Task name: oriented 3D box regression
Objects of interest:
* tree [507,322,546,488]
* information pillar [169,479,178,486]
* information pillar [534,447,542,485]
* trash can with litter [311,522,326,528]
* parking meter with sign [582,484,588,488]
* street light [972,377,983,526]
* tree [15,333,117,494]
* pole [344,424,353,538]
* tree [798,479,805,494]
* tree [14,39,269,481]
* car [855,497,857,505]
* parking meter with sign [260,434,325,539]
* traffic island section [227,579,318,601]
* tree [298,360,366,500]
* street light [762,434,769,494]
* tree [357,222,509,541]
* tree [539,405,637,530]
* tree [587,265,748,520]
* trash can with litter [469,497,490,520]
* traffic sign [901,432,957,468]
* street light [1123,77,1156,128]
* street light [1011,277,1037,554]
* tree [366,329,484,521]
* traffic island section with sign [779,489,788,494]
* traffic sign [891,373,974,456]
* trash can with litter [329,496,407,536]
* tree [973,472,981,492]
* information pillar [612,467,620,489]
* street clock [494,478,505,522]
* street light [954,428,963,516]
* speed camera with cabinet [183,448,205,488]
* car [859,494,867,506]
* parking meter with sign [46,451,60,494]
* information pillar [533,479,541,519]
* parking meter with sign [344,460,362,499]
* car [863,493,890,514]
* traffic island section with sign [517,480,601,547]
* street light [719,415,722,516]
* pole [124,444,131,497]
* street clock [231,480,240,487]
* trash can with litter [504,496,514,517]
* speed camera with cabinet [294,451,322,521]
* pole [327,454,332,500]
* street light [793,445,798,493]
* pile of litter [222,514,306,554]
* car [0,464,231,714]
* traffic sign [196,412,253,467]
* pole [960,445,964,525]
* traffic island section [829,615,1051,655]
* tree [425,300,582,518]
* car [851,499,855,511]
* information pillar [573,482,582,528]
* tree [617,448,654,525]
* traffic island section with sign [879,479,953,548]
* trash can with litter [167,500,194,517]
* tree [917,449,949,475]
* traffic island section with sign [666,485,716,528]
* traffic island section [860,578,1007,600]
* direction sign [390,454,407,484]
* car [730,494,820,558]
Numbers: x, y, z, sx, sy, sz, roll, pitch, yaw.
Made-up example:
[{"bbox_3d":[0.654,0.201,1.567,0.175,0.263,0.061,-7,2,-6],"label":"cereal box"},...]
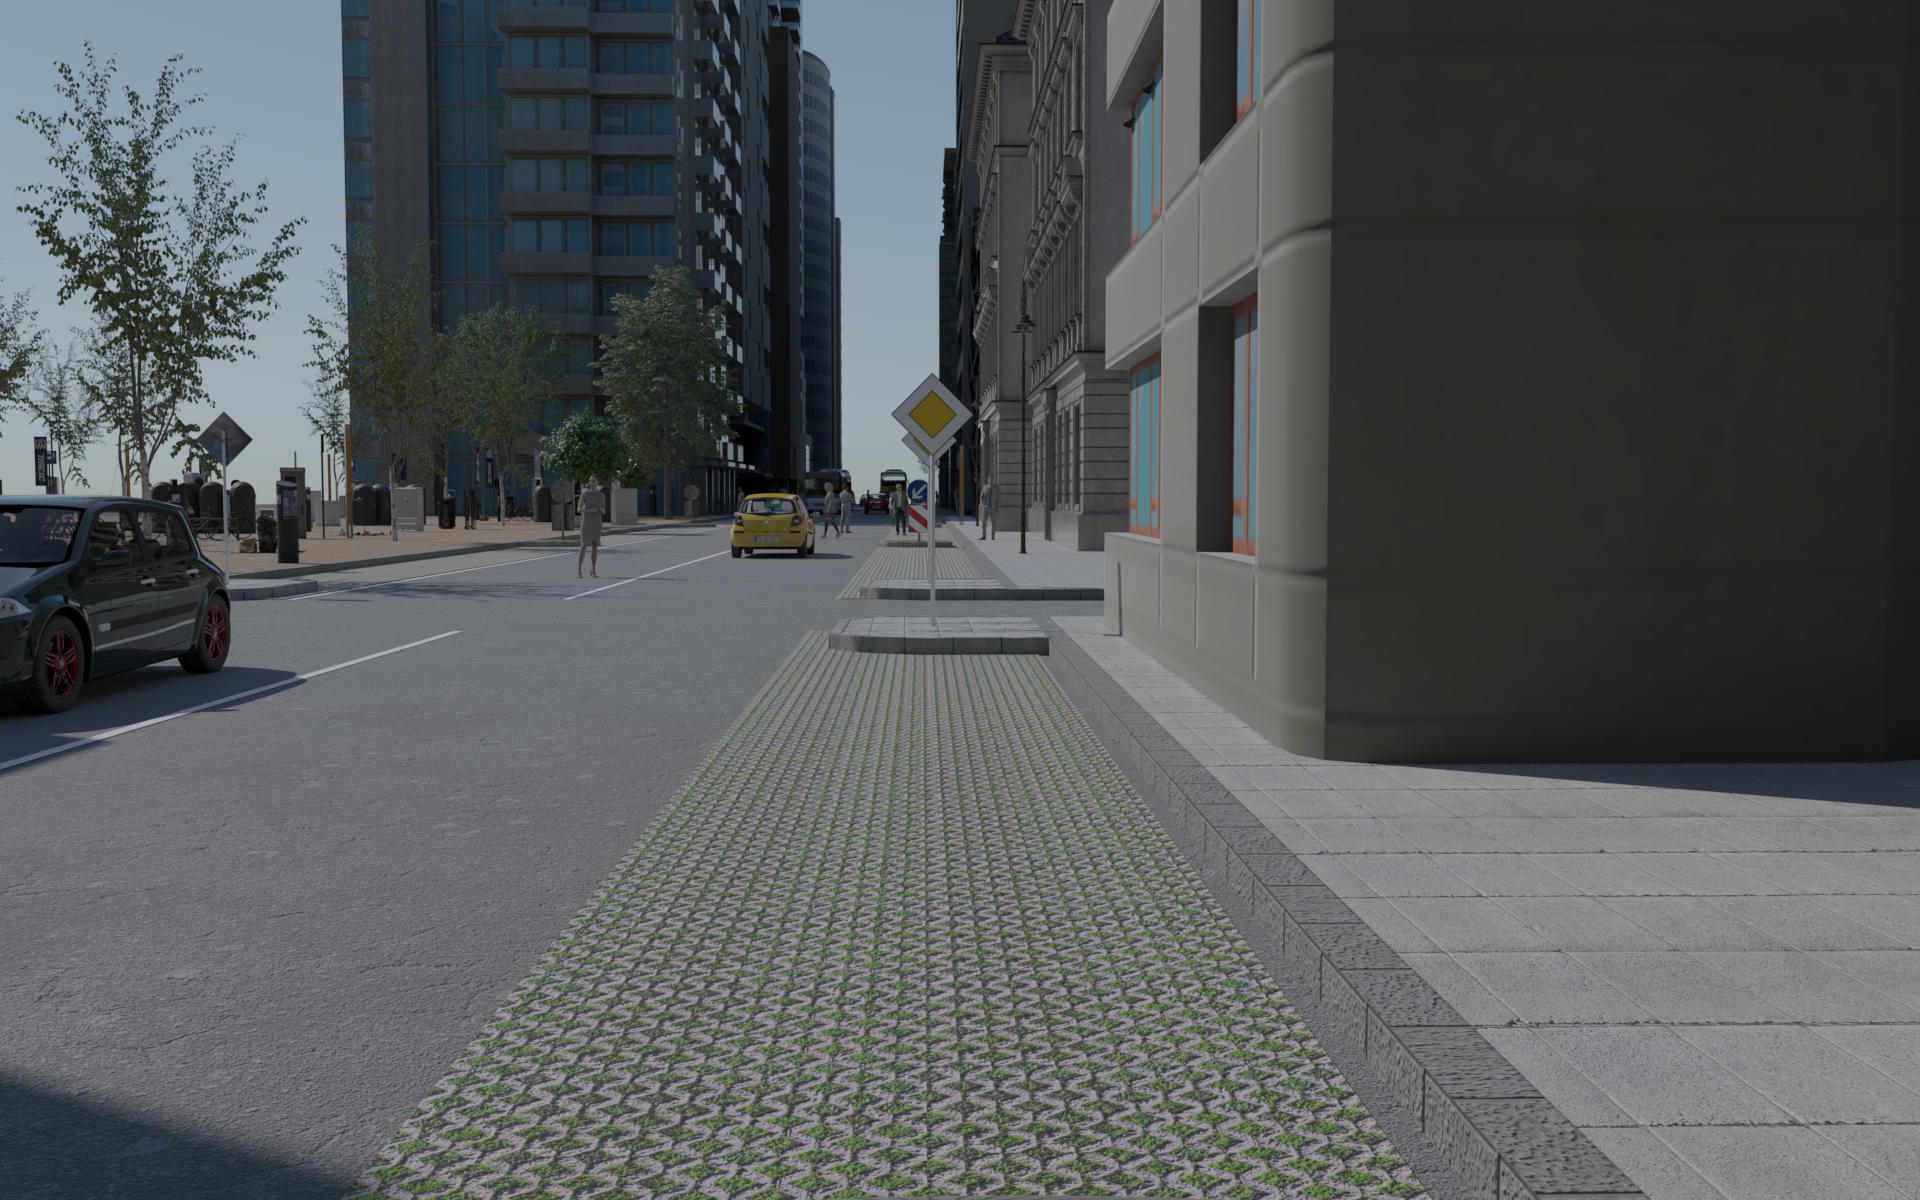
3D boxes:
[{"bbox_3d":[-18.507,-7.290,69.553,4.737,8.622,4.395,0,3,0],"label":"tree"},{"bbox_3d":[-38.221,-4.877,84.223,0.304,2.012,0.304,-3,5,-43],"label":"information pillar"},{"bbox_3d":[-20.999,-5.804,86.247,0.504,3.616,0.183,3,5,40],"label":"information pillar"},{"bbox_3d":[-25.355,-3.355,65.906,2.233,1.210,1.678,2,4,32],"label":"trash can with litter"},{"bbox_3d":[-16.162,-4.824,75.125,0.543,3.016,1.738,-1,4,-22],"label":"parking meter with sign"},{"bbox_3d":[0.695,-5.876,68.863,0.468,5.910,1.993,0,4,-1],"label":"street light"},{"bbox_3d":[-41.006,-7.898,79.495,4.360,8.622,3.978,0,3,0],"label":"tree"},{"bbox_3d":[-17.844,-3.468,50.540,0.158,3.312,0.155,0,3,0],"label":"pole"},{"bbox_3d":[-16.331,-11.120,176.408,1.663,3.219,1.824,0,3,0],"label":"tree"},{"bbox_3d":[-13.488,-4.810,29.013,4.737,8.622,4.395,0,3,0],"label":"tree"},{"bbox_3d":[-14.729,-13.464,230.358,2.015,1.641,3.980,0,4,-1],"label":"car"},{"bbox_3d":[-19.223,-3.278,49.853,1.738,3.016,0.543,-2,4,-24],"label":"parking meter with sign"},{"bbox_3d":[-10.434,-0.141,24.589,2.009,0.180,2.903,0,4,-1],"label":"traffic island section"},{"bbox_3d":[-34.319,-8.900,95.876,4.360,8.622,3.978,0,3,0],"label":"tree"},{"bbox_3d":[-14.783,-9.709,131.536,0.468,5.910,1.993,0,4,-1],"label":"street light"},{"bbox_3d":[-15.382,-5.887,46.614,4.737,8.622,4.395,0,3,0],"label":"tree"},{"bbox_3d":[-13.317,-4.816,62.459,4.285,4.588,4.351,0,3,0],"label":"tree"},{"bbox_3d":[-14.454,-10.259,85.861,7.486,12.596,7.792,0,3,0],"label":"tree"},{"bbox_3d":[-23.414,-4.471,84.482,1.055,1.170,0.624,1,4,15],"label":"trash can with litter"},{"bbox_3d":[-0.418,-1.378,24.719,0.795,2.593,0.064,0,4,-1],"label":"traffic sign"},{"bbox_3d":[1.806,-2.639,15.933,0.468,5.910,1.993,0,4,-1],"label":"street light"},{"bbox_3d":[1.360,-3.936,37.143,0.468,5.910,1.993,0,4,-1],"label":"street light"},{"bbox_3d":[-22.934,-7.702,76.286,4.360,8.622,3.978,0,3,0],"label":"tree"},{"bbox_3d":[-12.609,-7.061,124.071,1.989,1.847,2.006,0,4,-1],"label":"traffic island section with sign"},{"bbox_3d":[-0.244,-0.890,16.736,0.795,2.593,0.064,0,4,-1],"label":"traffic sign"},{"bbox_3d":[-18.306,-2.604,53.633,2.233,1.210,1.678,-1,4,-15],"label":"trash can with litter"},{"bbox_3d":[1.335,-5.301,81.280,1.663,3.219,1.824,0,3,0],"label":"tree"},{"bbox_3d":[-14.861,-5.101,74.759,0.183,3.616,0.504,2,4,27],"label":"information pillar"},{"bbox_3d":[-21.151,-4.589,79.601,0.471,2.002,0.358,1,4,11],"label":"street clock"},{"bbox_3d":[-0.011,-7.749,99.478,0.468,5.910,1.993,0,4,-1],"label":"street light"},{"bbox_3d":[-33.344,-4.884,74.196,0.660,3.252,2.038,1,4,22],"label":"speed camera with cabinet"},{"bbox_3d":[-11.290,-12.229,210.172,2.015,1.641,3.980,0,4,0],"label":"car"},{"bbox_3d":[-36.726,-4.519,70.145,0.543,3.016,1.738,-1,4,-19],"label":"parking meter with sign"},{"bbox_3d":[-20.789,-4.931,85.121,0.304,2.012,0.304,-3,4,-37],"label":"information pillar"},{"bbox_3d":[-31.558,-5.763,90.490,0.543,3.016,1.738,0,4,0],"label":"parking meter with sign"},{"bbox_3d":[-5.958,-7.078,124.768,2.155,1.783,4.494,0,4,-1],"label":"car"},{"bbox_3d":[-10.938,-2.377,47.489,1.989,1.847,2.006,0,4,-1],"label":"traffic island section with sign"},{"bbox_3d":[-14.042,-7.854,101.195,0.468,5.910,1.993,0,4,-1],"label":"street light"},{"bbox_3d":[-33.869,-4.688,70.492,0.158,3.312,0.155,0,3,0],"label":"pole"},{"bbox_3d":[-35.994,-4.990,86.159,0.471,2.002,0.358,-1,4,-12],"label":"street clock"},{"bbox_3d":[-25.597,-5.290,97.874,0.624,1.170,1.055,-2,4,-28],"label":"trash can with litter"},{"bbox_3d":[-30.671,-5.286,80.770,0.660,3.252,2.038,1,4,17],"label":"speed camera with cabinet"},{"bbox_3d":[-31.991,-5.752,87.892,0.158,3.312,0.155,0,3,0],"label":"pole"},{"bbox_3d":[-15.481,-11.589,162.267,0.468,5.910,1.993,0,4,-1],"label":"street light"},{"bbox_3d":[-15.235,-1.461,37.852,1.719,0.858,1.176,-1,4,-19],"label":"pile of litter"},{"bbox_3d":[-6.761,-0.166,12.497,2.009,1.686,4.222,0,4,-2],"label":"car"},{"bbox_3d":[-10.411,-1.366,24.523,0.795,2.593,0.064,0,4,-1],"label":"traffic sign"},{"bbox_3d":[0.069,-4.826,72.743,0.158,3.312,0.155,0,3,0],"label":"pole"},{"bbox_3d":[-0.221,0.334,16.819,2.009,0.180,2.903,0,4,-1],"label":"traffic island section"},{"bbox_3d":[-24.271,-10.163,91.923,9.928,11.665,9.643,0,3,0],"label":"tree"},{"bbox_3d":[-10.005,-8.323,148.088,2.014,1.417,4.499,0,4,-2],"label":"car"},{"bbox_3d":[-14.529,-3.749,65.788,0.304,2.012,0.304,-1,4,-17],"label":"information pillar"},{"bbox_3d":[-13.599,-4.776,72.690,1.663,3.219,1.824,0,3,0],"label":"tree"},{"bbox_3d":[-1.209,-2.350,47.048,1.989,1.847,2.006,0,4,-1],"label":"traffic island section with sign"},{"bbox_3d":[-35.650,-4.152,79.274,1.055,1.170,0.624,0,4,-3],"label":"trash can with litter"},{"bbox_3d":[-1.076,-15.230,183.425,7.601,10.594,8.767,0,4,2],"label":"tree"},{"bbox_3d":[-11.530,-4.025,74.437,1.989,1.847,2.006,0,4,-1],"label":"traffic island section with sign"},{"bbox_3d":[-0.395,-0.154,24.802,2.009,0.180,2.903,0,4,-1],"label":"traffic island section"},{"bbox_3d":[-31.448,-6.425,97.052,0.876,3.537,0.379,-2,4,-24],"label":"direction sign"},{"bbox_3d":[-4.310,-1.839,40.288,2.015,1.641,3.980,0,4,-1],"label":"car"}]
